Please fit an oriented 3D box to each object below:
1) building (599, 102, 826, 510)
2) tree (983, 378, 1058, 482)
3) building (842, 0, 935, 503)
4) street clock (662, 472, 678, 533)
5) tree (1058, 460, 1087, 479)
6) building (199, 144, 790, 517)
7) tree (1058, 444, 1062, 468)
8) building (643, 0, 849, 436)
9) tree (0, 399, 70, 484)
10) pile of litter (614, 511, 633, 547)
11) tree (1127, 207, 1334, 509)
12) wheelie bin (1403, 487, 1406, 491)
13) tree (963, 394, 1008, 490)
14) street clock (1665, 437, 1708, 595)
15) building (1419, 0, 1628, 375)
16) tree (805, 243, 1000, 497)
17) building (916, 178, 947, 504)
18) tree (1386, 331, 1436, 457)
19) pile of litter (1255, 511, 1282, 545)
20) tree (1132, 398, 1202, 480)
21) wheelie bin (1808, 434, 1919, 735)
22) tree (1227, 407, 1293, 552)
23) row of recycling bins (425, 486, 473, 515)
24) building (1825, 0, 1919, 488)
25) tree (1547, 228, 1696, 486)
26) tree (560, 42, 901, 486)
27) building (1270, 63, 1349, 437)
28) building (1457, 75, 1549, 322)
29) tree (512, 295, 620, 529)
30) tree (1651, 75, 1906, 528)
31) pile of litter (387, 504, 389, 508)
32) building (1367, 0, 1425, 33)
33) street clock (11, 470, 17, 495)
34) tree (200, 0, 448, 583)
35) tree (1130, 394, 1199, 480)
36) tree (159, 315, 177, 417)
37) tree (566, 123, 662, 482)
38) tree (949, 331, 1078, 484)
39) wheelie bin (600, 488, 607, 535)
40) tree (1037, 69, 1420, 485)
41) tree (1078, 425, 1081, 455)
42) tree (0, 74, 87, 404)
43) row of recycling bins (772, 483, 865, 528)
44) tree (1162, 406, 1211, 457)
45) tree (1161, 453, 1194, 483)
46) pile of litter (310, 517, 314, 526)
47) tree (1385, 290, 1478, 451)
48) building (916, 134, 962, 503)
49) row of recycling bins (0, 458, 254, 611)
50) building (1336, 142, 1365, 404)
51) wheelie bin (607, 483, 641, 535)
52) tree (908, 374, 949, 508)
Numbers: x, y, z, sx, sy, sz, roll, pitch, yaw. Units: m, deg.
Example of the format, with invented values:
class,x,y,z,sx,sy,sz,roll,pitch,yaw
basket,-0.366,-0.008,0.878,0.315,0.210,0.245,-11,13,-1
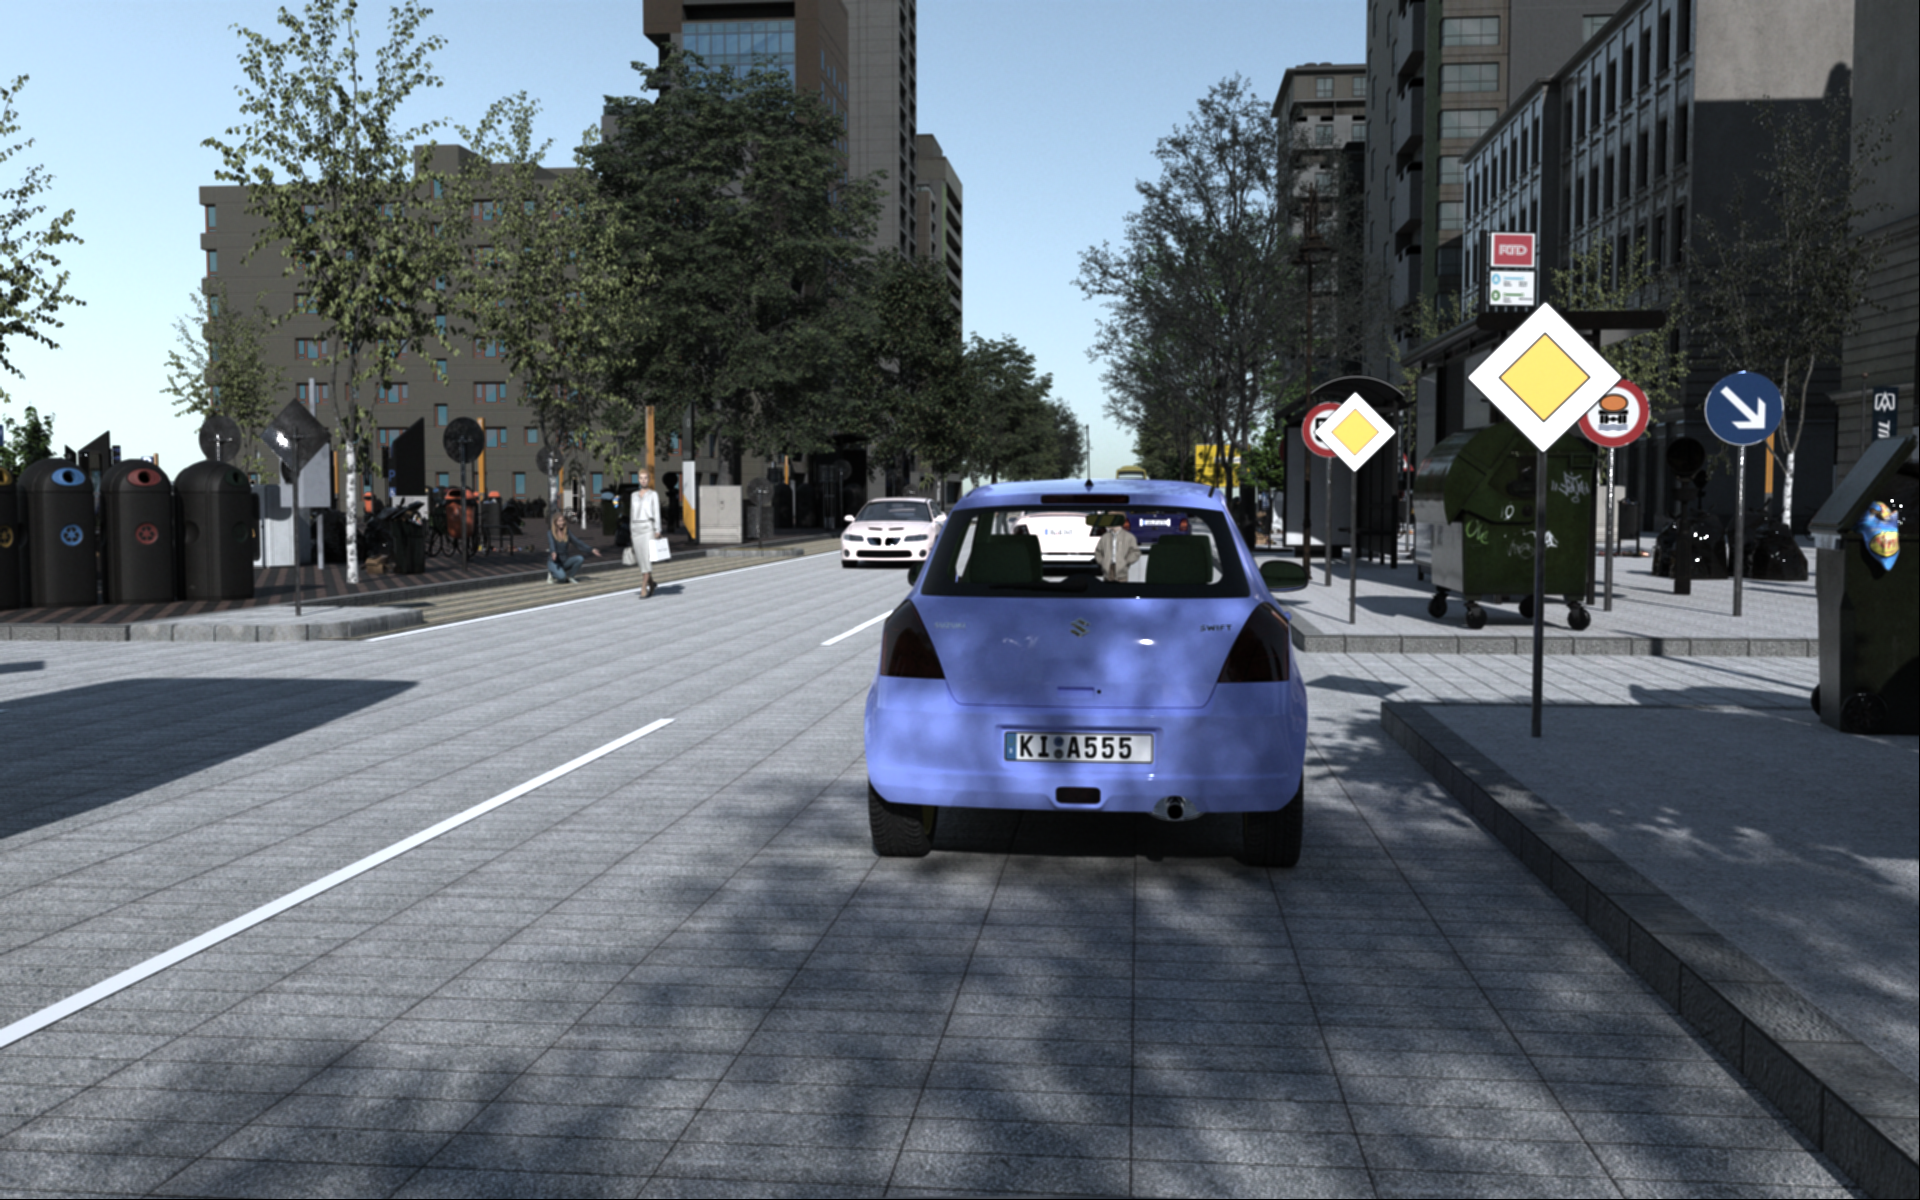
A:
class,x,y,z,sx,sy,sz,roll,pitch,yaw
building,-18.313,-22.001,131.425,14.160,30.474,14.107,0,4,6
tree,5.183,-15.236,167.234,7.486,12.596,7.792,0,3,0
building,-13.580,-46.690,201.634,20.563,71.187,20.611,0,4,6
street clock,-9.591,-3.229,57.365,0.471,2.002,0.358,-2,4,-34
tree,14.712,-19.447,252.366,8.767,10.594,7.601,-2,4,-29
building,-27.407,-16.234,110.462,27.650,21.520,28.899,0,4,6
tree,6.869,-16.295,184.548,7.486,12.596,7.792,0,3,0
building,-17.324,-30.313,145.724,14.600,45.320,14.200,0,4,6
tree,-18.529,-2.459,34.804,1.663,3.219,1.824,0,3,0
pile of litter,-8.059,-1.772,42.934,1.176,0.858,1.719,0,4,3
tree,9.916,-8.466,64.167,9.928,11.665,9.643,0,3,0
wheelie bin,20.843,-4.478,81.127,0.693,1.594,0.980,1,4,15
tree,1.151,-10.479,121.701,4.360,8.622,3.978,0,3,0
street clock,9.237,-1.072,22.090,0.471,2.002,0.358,2,4,25
building,34.473,-25.630,102.642,14.154,41.232,14.086,0,4,6
tree,-2.702,-9.917,79.155,9.611,12.733,9.660,0,3,0
building,-9.417,-32.779,219.525,14.154,41.232,14.086,0,4,6
tree,21.078,-7.753,77.126,4.360,8.622,3.978,0,3,0
pile of litter,7.477,-1.856,44.303,1.176,0.858,1.719,-1,4,-22
tree,23.931,-16.928,193.781,9.611,12.733,9.660,0,3,0
wheelie bin,5.063,-0.095,9.458,0.693,1.594,0.980,1,4,12
tree,6.930,-2.703,38.795,1.663,3.219,1.824,0,3,0
row of recycling bins,-25.650,-4.854,86.481,3.534,1.692,1.069,2,4,32
building,37.826,-13.134,33.821,34.723,24.649,14.460,0,4,6
tree,18.278,-6.025,48.874,4.737,8.622,4.395,0,3,0
tree,-6.703,-8.775,50.120,9.857,13.997,8.962,0,3,0
building,52.778,-37.929,209.377,28.713,52.752,27.495,0,4,6
building,29.746,-14.173,80.881,9.793,20.994,18.267,0,4,6
tree,-14.045,-6.907,63.289,4.360,8.622,3.978,0,3,0
tree,14.935,-4.951,31.307,4.360,8.622,3.978,0,3,0
pile of litter,-29.231,-4.579,88.839,1.719,0.858,1.176,-1,4,-13
building,43.849,-32.596,122.181,28.713,52.752,27.495,0,4,6
street clock,-23.612,-2.388,43.616,0.358,2.002,0.471,3,5,42
tree,-8.573,-4.558,24.890,4.737,8.622,4.395,0,3,0
tree,21.195,-15.917,178.377,7.486,12.596,7.792,0,3,0
tree,-24.339,-6.585,58.028,4.737,8.622,4.395,0,3,0
tree,-7.517,-4.989,31.934,4.737,8.622,4.395,0,3,0
tree,2.810,-14.028,136.017,9.857,13.997,8.962,0,3,0
wheelie bin,-10.826,-2.806,53.779,0.693,1.594,0.980,-1,4,-18
tree,8.340,-8.616,51.239,12.009,13.543,11.850,0,3,0
tree,12.138,-19.952,232.876,9.857,13.997,8.962,0,3,0
tree,-16.811,-4.785,28.592,4.737,8.622,4.395,0,3,0
row of recycling bins,-5.383,-3.591,65.818,3.534,1.692,1.069,-1,4,-8
tree,18.809,-11.862,144.313,4.737,8.622,4.395,0,3,0
tree,15.887,-8.441,121.719,4.285,4.588,4.351,0,3,0
pile of litter,-16.920,-1.781,43.077,1.719,0.858,1.176,2,4,31
tree,17.261,-6.811,61.721,4.737,8.622,4.395,0,3,0
building,-11.350,-37.536,237.408,21.300,48.544,21.600,0,4,6
row of recycling bins,-10.036,-0.796,20.122,1.069,1.692,3.534,3,5,41
building,38.310,-22.790,144.310,14.160,30.474,14.107,0,4,6
wheelie bin,-9.675,-2.627,50.862,0.980,1.594,0.693,-3,4,-36
tree,-1.479,-9.265,101.839,4.737,8.622,4.395,0,3,0
